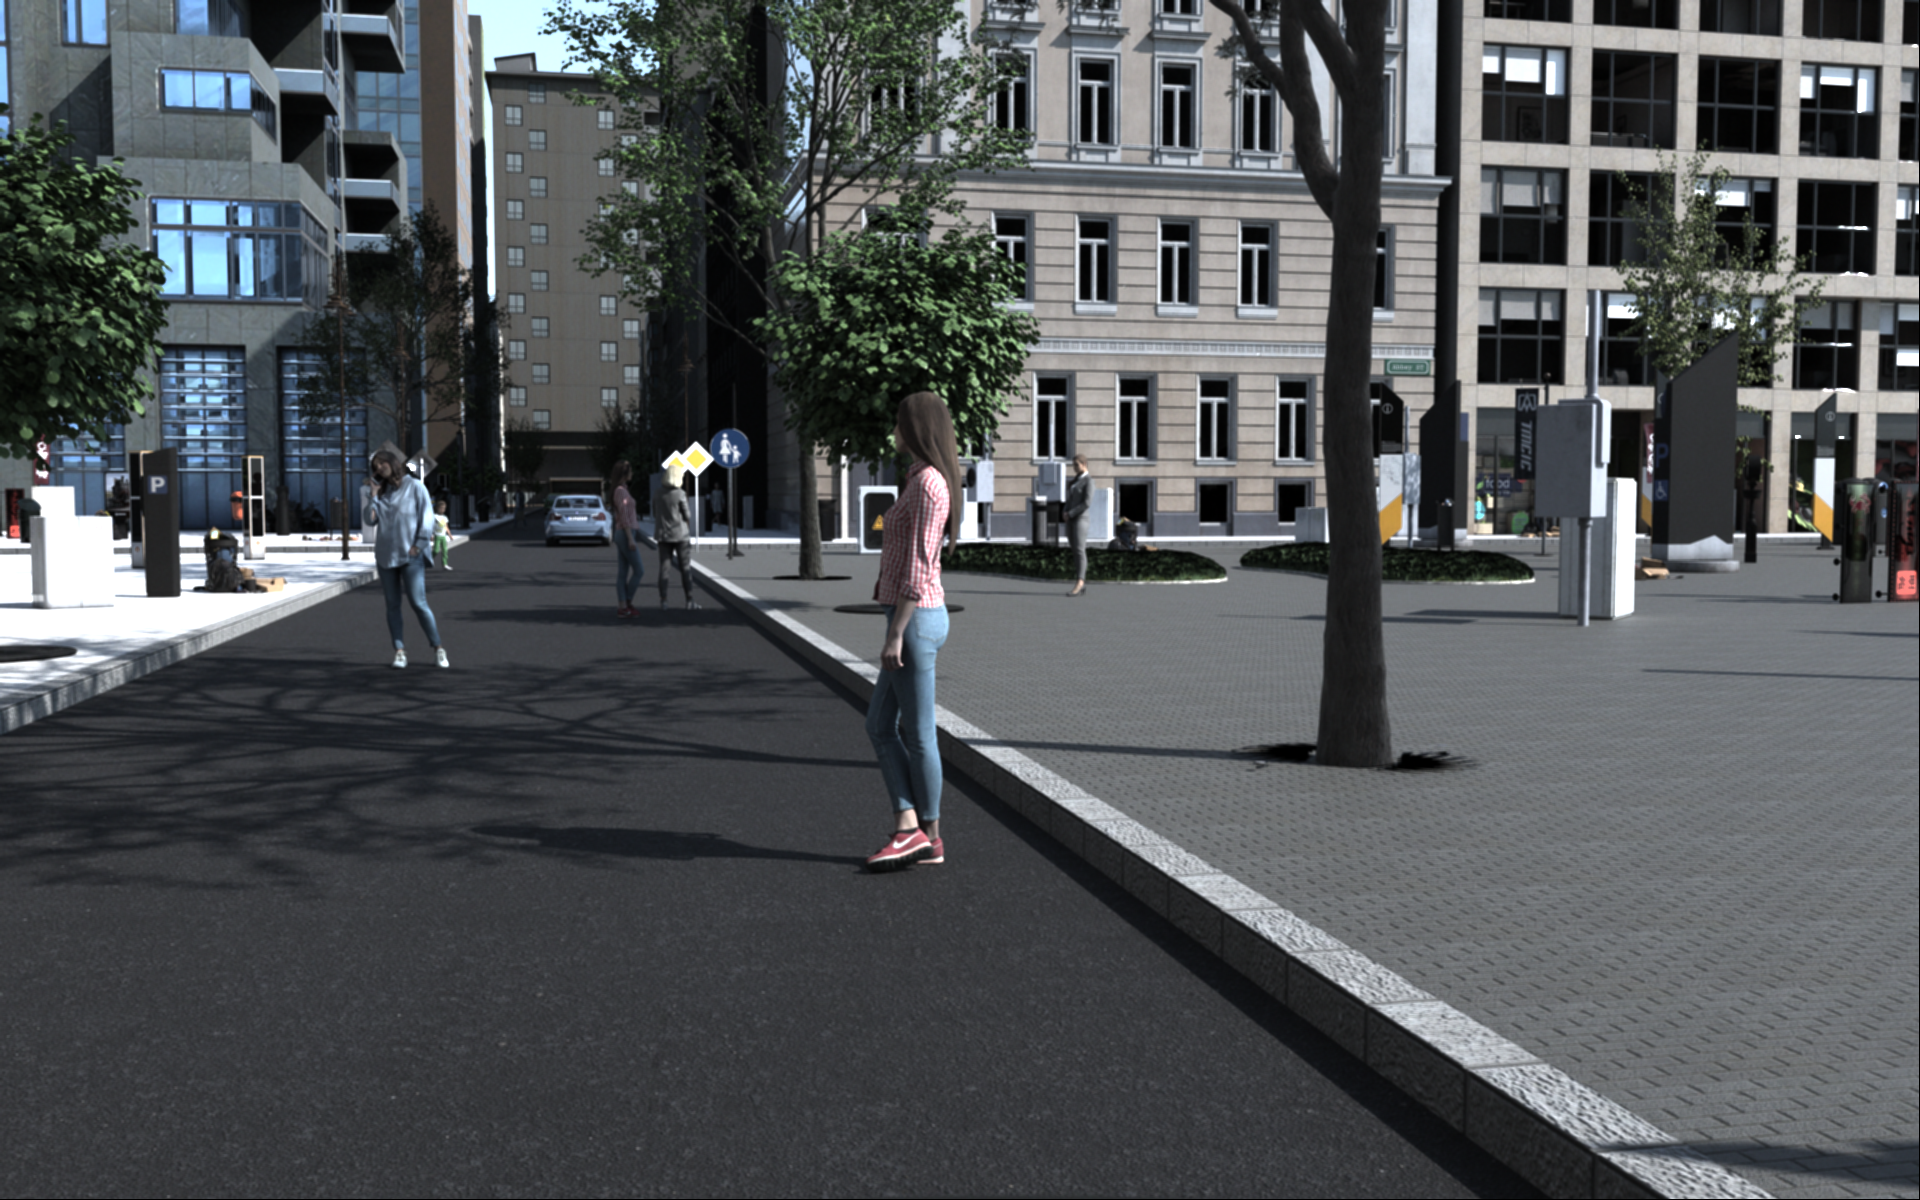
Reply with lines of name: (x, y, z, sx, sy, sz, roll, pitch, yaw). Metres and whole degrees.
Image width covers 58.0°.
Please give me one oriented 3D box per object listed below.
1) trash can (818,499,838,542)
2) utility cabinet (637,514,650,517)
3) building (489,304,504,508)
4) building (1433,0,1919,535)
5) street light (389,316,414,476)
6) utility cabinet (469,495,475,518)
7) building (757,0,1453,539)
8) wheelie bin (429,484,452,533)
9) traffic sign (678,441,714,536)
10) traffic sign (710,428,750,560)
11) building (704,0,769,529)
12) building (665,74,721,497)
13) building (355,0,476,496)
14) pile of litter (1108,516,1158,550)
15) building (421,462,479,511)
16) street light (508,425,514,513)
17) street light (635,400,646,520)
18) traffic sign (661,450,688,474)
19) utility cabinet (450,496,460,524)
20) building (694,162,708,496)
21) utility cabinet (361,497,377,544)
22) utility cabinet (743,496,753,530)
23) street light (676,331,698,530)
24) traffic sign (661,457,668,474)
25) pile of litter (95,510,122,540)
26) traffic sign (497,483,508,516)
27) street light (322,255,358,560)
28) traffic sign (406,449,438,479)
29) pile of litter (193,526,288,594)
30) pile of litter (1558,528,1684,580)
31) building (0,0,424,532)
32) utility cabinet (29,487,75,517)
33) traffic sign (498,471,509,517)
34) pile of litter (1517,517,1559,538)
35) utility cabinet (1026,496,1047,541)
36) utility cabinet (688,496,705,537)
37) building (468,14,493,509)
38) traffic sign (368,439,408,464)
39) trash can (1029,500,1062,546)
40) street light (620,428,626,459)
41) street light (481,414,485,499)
trash can: (-3.669, -2.149, 46.788, 0.748, 1.137, 0.748, 0, 3, 0)
utility cabinet: (-17.734, -5.438, 97.597, 1.173, 1.500, 0.318, -2, 4, -33)
building: (-60.963, -20.020, 172.364, 28.899, 21.520, 27.650, -1, 4, -12)
building: (29.816, -15.976, 65.721, 34.151, 26.468, 19.350, -1, 4, -12)
street light: (-14.460, -4.415, 44.979, 0.468, 5.910, 1.993, -1, 4, -12)
utility cabinet: (-26.885, -5.106, 94.637, 0.306, 1.237, 1.020, -3, 5, -44)
building: (3.926, -16.570, 56.826, 20.117, 28.700, 13.634, -1, 4, -12)
wheelie bin: (-16.936, -2.966, 56.396, 0.693, 1.594, 0.980, 0, 4, -3)
traffic sign: (-5.766, -2.193, 38.042, 0.795, 2.593, 0.064, -1, 4, -12)
traffic sign: (-4.478, -2.058, 33.749, 0.768, 2.556, 0.104, -1, 4, -12)
building: (-3.796, -14.822, 72.010, 12.332, 23.373, 15.834, -1, 4, -12)
building: (-10.988, -19.339, 109.692, 14.314, 27.812, 24.014, -1, 4, -12)
building: (-37.004, -27.768, 104.120, 14.600, 45.320, 14.200, -1, 4, -12)
pile of litter: (3.398, -1.153, 32.820, 1.176, 0.858, 1.719, 3, 5, 39)
building: (-45.778, -41.916, 123.571, 20.563, 71.187, 20.611, -1, 4, -12)
street light: (-29.702, -8.666, 114.481, 0.468, 5.910, 1.993, -1, 4, -12)
street light: (-15.503, -6.806, 84.065, 0.468, 5.910, 1.993, -1, 4, -12)
traffic sign: (-7.475, -2.670, 45.843, 0.795, 2.593, 0.064, -1, 4, -12)
utility cabinet: (-21.568, -3.809, 73.436, 0.306, 1.237, 1.020, 2, 4, 33)
building: (-8.170, -14.645, 88.601, 9.793, 20.994, 18.267, -1, 4, -12)
utility cabinet: (-15.127, -2.048, 44.650, 0.306, 1.237, 1.020, -3, 4, -36)
utility cabinet: (-7.560, -3.095, 61.759, 0.306, 1.237, 1.020, -1, 4, -11)
street light: (-7.777, -4.674, 49.208, 0.468, 5.910, 1.993, -1, 4, -12)
traffic sign: (-9.586, -3.537, 57.938, 0.768, 2.556, 0.104, 0, 4, -3)
pile of litter: (-23.859, -2.062, 47.685, 1.176, 0.858, 1.719, 2, 4, 33)
traffic sign: (-27.151, -6.254, 102.258, 0.884, 2.594, 0.081, -1, 4, -11)
street light: (-11.985, -3.720, 33.605, 0.468, 5.910, 1.993, -1, 4, -12)
traffic sign: (-13.824, -2.586, 44.478, 0.795, 2.593, 0.064, -1, 4, -12)
pile of litter: (-9.569, -0.554, 23.021, 1.176, 0.858, 1.719, -1, 4, -22)
pile of litter: (10.199, -0.754, 26.299, 1.719, 0.858, 1.176, 0, 4, -2)
building: (-34.334, -46.453, 72.180, 22.319, 86.520, 31.000, -1, 4, -12)
utility cabinet: (-27.285, -2.653, 52.048, 1.173, 1.500, 0.318, -3, 5, -44)
traffic sign: (-25.624, -5.928, 97.030, 0.768, 2.556, 0.104, 0, 4, -7)
pile of litter: (17.389, -2.284, 51.316, 1.719, 0.858, 1.176, 1, 4, 16)
utility cabinet: (2.082, -2.222, 47.489, 0.306, 1.237, 1.020, 1, 4, 19)
utility cabinet: (-8.010, -2.534, 52.597, 0.306, 1.237, 1.020, 0, 4, 6)
building: (-46.301, -28.043, 142.096, 14.154, 41.232, 14.086, -1, 4, -12)
traffic sign: (-12.114, -2.109, 36.677, 0.795, 2.593, 0.064, -1, 4, -12)
trash can: (1.941, -1.691, 39.300, 0.748, 1.137, 0.748, 0, 3, 0)
street light: (-23.061, -8.929, 118.784, 0.468, 5.910, 1.993, -1, 4, -12)
street light: (-21.976, -6.539, 79.708, 0.468, 5.910, 1.993, -1, 4, -12)
